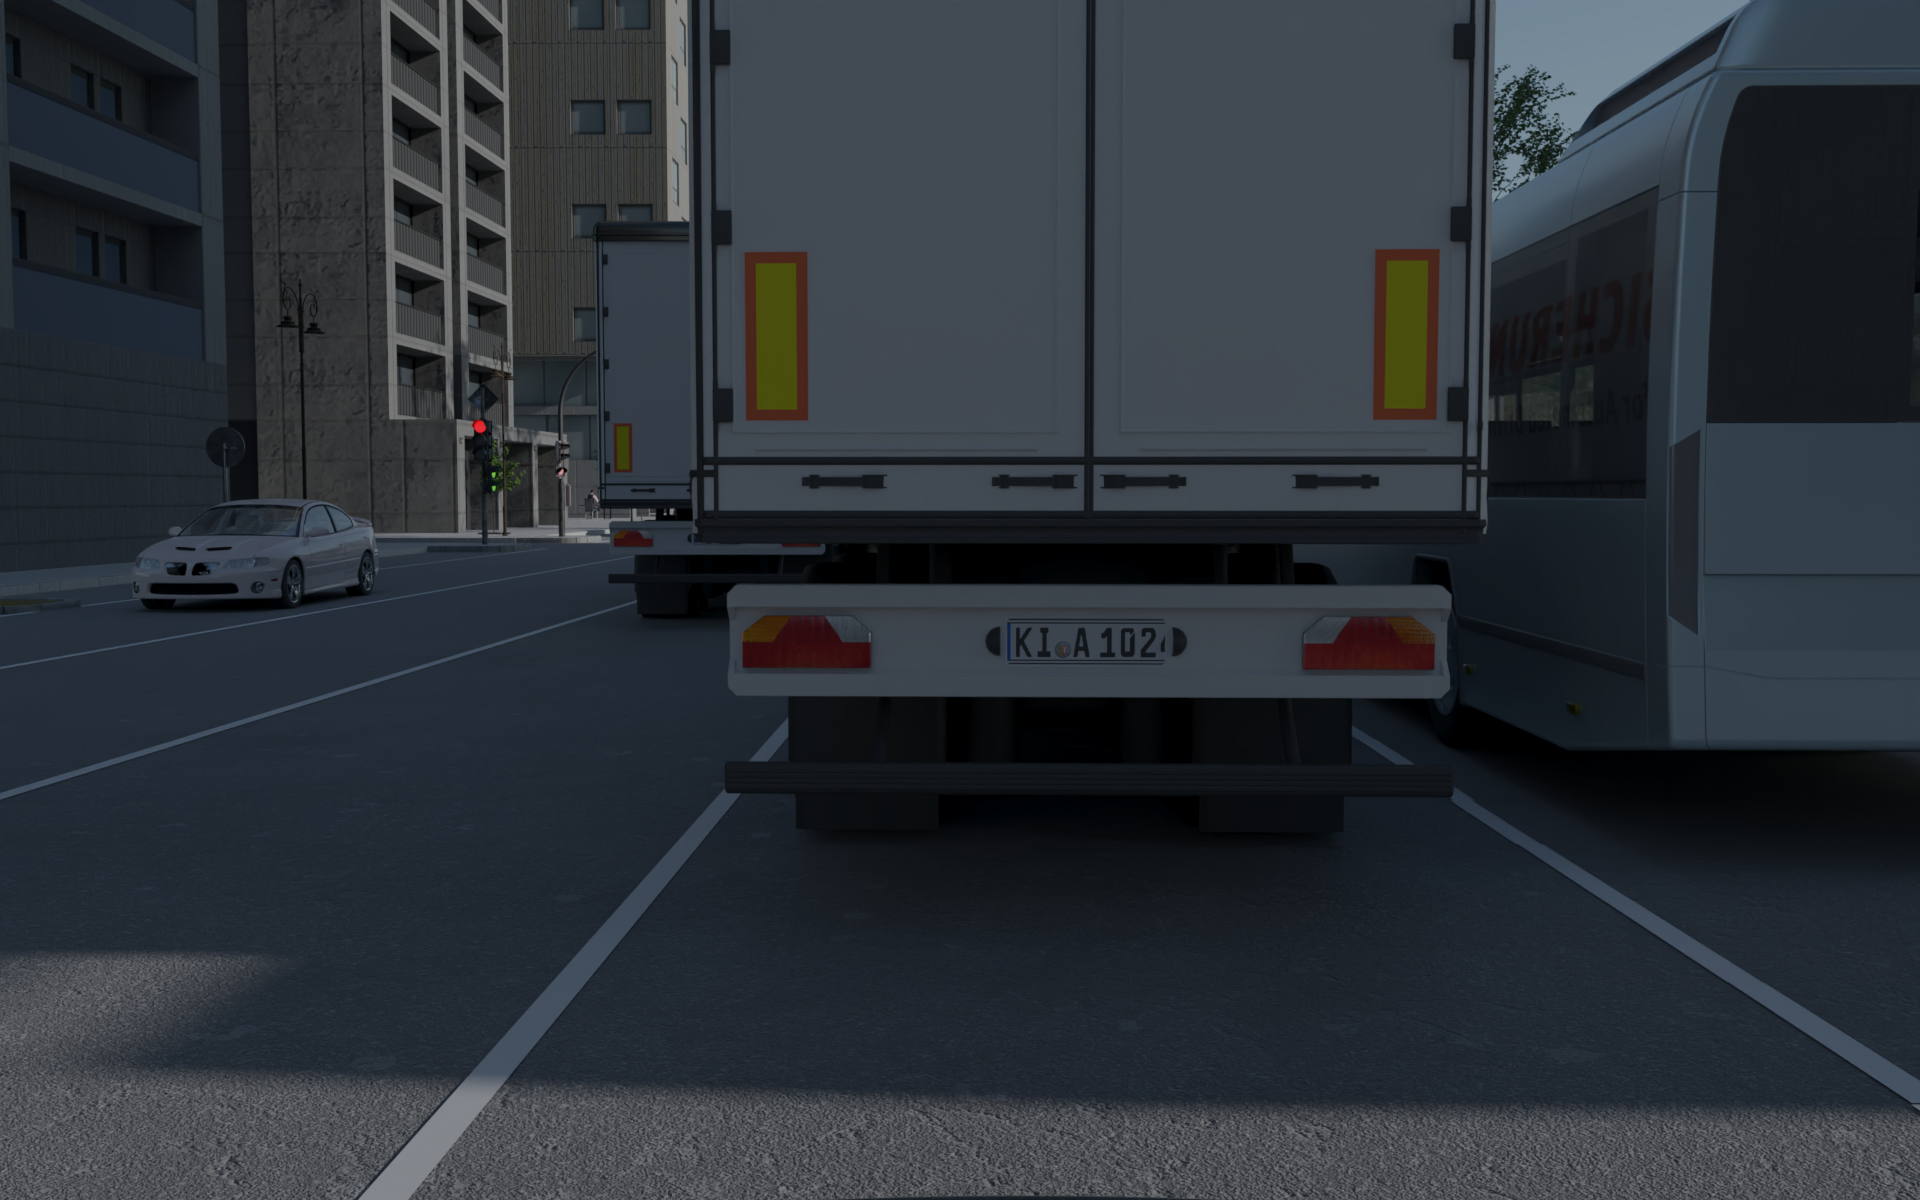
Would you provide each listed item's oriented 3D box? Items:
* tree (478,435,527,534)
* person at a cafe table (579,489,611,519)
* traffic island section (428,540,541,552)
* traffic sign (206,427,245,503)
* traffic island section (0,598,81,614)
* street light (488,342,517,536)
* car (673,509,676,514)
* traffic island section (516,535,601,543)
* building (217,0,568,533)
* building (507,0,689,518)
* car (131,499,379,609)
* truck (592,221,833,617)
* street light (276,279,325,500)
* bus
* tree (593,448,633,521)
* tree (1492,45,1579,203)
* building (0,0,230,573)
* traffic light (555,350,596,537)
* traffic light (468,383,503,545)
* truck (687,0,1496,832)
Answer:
[{"bbox_3d":[-14.954,-3.712,55.295,1.663,3.219,1.824,0,3,0],"label":"tree"},{"bbox_3d":[-18.660,-4.900,88.636,1.698,1.524,1.622,1,4,14],"label":"person at a cafe table"},{"bbox_3d":[-12.103,-1.333,44.069,2.009,0.180,2.903,0,4,1],"label":"traffic island section"},{"bbox_3d":[-13.951,-2.006,32.896,0.768,2.556,0.104,0,4,5],"label":"traffic sign"},{"bbox_3d":[-12.133,0.086,21.464,1.991,0.108,1.994,0,4,1],"label":"traffic island section"},{"bbox_3d":[-13.945,-4.900,52.897,0.468,5.910,1.993,0,4,1],"label":"street light"},{"bbox_3d":[-8.623,-3.129,59.824,2.281,1.827,5.304,0,4,-1],"label":"car"},{"bbox_3d":[-11.979,-1.821,52.053,2.009,0.180,2.903,0,4,1],"label":"traffic island section"},{"bbox_3d":[-26.472,-38.336,65.048,20.563,71.187,20.611,0,4,1],"label":"building"},{"bbox_3d":[-28.576,-31.466,103.702,28.713,52.752,27.495,0,4,1],"label":"building"},{"bbox_3d":[-9.265,-0.658,23.122,2.083,1.381,4.827,0,4,-1],"label":"car"},{"bbox_3d":[-2.615,-2.111,23.425,2.839,4.237,11.283,0,4,-1],"label":"truck"},{"bbox_3d":[-14.177,-3.950,37.378,0.468,5.910,1.993,0,4,1],"label":"street light"},{"bbox_3d":[4.021,-1.102,12.872,2.948,3.499,13.247,0,4,1],"label":"bus"},{"bbox_3d":[-14.013,-5.539,74.274,4.285,4.588,4.351,0,3,0],"label":"tree"},{"bbox_3d":[9.908,-6.847,37.704,9.928,11.665,9.643,0,3,0],"label":"tree"},{"bbox_3d":[-29.569,-29.897,30.811,28.212,58.520,21.231,0,4,1],"label":"building"},{"bbox_3d":[-9.846,-4.725,51.920,4.771,5.953,1.251,0,4,1],"label":"traffic light"},{"bbox_3d":[-12.063,-3.365,43.933,0.839,4.253,0.868,0,4,1],"label":"traffic light"},{"bbox_3d":[0.562,-1.337,10.766,2.839,4.237,11.283,0,4,2],"label":"truck"}]
